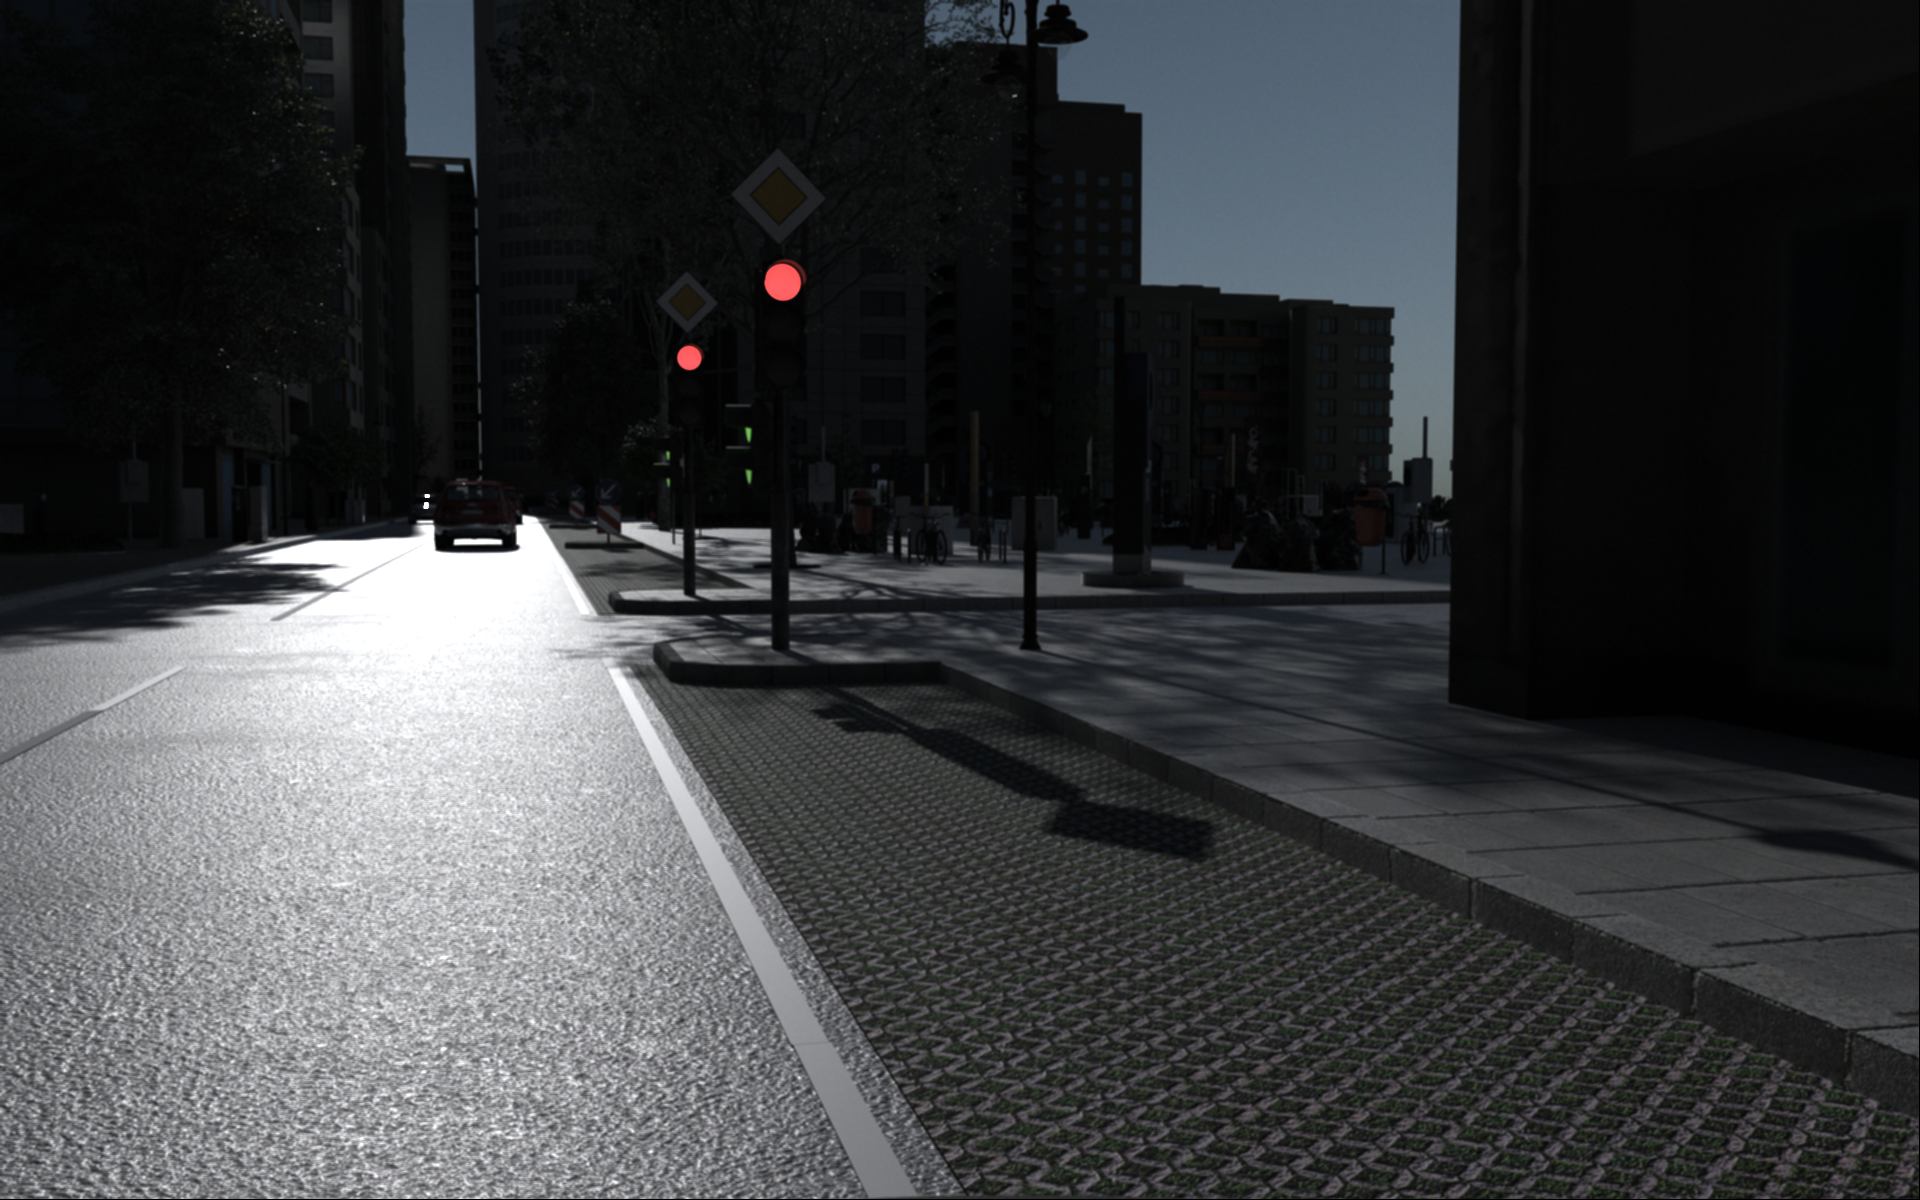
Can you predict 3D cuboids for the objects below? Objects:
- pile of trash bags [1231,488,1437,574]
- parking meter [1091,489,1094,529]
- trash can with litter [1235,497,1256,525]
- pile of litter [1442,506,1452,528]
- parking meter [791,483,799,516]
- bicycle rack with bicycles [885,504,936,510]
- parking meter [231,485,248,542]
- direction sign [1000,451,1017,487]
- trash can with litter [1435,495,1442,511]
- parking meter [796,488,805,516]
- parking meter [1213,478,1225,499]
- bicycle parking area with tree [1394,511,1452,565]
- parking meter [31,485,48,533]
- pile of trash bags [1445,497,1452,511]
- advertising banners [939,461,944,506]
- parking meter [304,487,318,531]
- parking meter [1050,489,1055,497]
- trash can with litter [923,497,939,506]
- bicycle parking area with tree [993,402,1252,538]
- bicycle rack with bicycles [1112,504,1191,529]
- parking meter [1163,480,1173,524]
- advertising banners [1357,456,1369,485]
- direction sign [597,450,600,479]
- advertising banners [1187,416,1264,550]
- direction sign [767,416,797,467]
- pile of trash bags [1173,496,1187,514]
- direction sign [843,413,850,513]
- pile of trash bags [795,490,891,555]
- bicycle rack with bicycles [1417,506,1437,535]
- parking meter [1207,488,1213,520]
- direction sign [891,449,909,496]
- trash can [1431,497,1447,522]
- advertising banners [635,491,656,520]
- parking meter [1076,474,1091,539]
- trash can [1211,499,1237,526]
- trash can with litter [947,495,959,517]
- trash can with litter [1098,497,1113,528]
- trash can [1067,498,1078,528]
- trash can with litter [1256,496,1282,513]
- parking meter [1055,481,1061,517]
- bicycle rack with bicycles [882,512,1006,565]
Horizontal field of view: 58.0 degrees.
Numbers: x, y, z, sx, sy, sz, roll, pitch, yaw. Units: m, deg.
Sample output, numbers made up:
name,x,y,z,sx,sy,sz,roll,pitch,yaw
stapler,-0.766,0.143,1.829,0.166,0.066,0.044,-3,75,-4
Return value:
name,x,y,z,sx,sy,sz,roll,pitch,yaw
pile of trash bags,6.049,-1.174,28.952,1.912,1.369,3.447,-1,4,-22
parking meter,4.684,-3.352,63.212,0.372,1.533,0.369,0,3,0
trash can with litter,10.484,-3.275,64.941,0.624,1.170,1.055,-1,4,-13
pile of litter,18.811,-3.155,65.553,1.176,0.858,1.719,-1,4,-23
parking meter,-8.457,-5.080,88.775,0.399,1.863,0.255,0,4,6
bicycle rack with bicycles,-2.012,-3.000,62.431,2.852,0.926,2.925,1,4,17
parking meter,-19.272,-2.319,46.321,0.372,1.533,0.369,0,3,0
direction sign,2.539,-6.015,90.335,0.876,3.537,0.379,0,4,8
trash can with litter,29.706,-5.885,107.279,1.678,1.210,2.233,-1,4,-18
parking meter,-6.424,-3.759,69.876,0.372,1.533,0.369,0,3,0
parking meter,9.433,-3.500,62.935,0.255,1.863,0.399,-1,4,-16
bicycle parking area with tree,12.577,-2.815,33.032,8.231,4.147,9.016,2,4,35
parking meter,-25.084,-2.374,47.222,0.372,1.533,0.369,0,3,0
pile of trash bags,25.375,-5.149,93.936,3.447,1.369,1.912,3,4,36
advertising banners,-0.928,-5.707,89.505,0.090,3.025,2.074,0,4,5
parking meter,-24.523,-3.479,65.287,0.372,1.533,0.369,0,3,0
parking meter,4.804,-4.944,89.241,0.372,1.533,0.369,0,3,0
trash can with litter,-1.143,-3.839,74.155,0.624,1.170,1.055,2,4,26
bicycle parking area with tree,5.199,-4.138,54.665,8.231,4.147,9.016,0,4,0
bicycle rack with bicycles,6.778,-3.025,62.845,2.852,0.926,2.925,-2,4,-30
parking meter,8.784,-4.124,73.131,0.399,1.863,0.255,2,4,32
advertising banners,19.252,-5.094,79.473,2.074,3.025,0.090,0,4,1
direction sign,-18.437,-5.900,88.454,0.379,3.537,0.876,0,4,-5
advertising banners,6.056,-2.651,39.533,2.074,3.025,0.090,3,5,43
direction sign,-5.150,-3.554,50.108,0.876,3.537,0.379,-1,4,-15
pile of trash bags,12.948,-5.466,99.113,1.912,1.369,3.447,2,4,24
direction sign,-3.189,-3.473,48.788,0.379,3.537,0.876,0,4,7
pile of trash bags,-2.430,-1.713,37.752,1.912,1.369,3.447,-1,4,-17
bicycle rack with bicycles,13.830,-2.506,54.359,2.852,0.926,2.925,3,4,37
parking meter,13.739,-5.353,95.934,0.372,1.533,0.369,0,3,0
direction sign,-3.013,-5.815,87.076,0.876,3.537,0.379,1,4,12
trash can,22.058,-4.174,79.897,0.748,1.137,0.748,0,3,0
advertising banners,-15.620,-5.596,87.684,0.090,3.025,2.074,3,5,42
parking meter,3.544,-2.692,49.729,0.399,1.863,0.255,0,4,-2
trash can,7.710,-2.382,50.604,0.748,1.137,0.748,0,3,0
trash can with litter,-0.839,-5.245,96.810,2.233,1.210,1.678,1,4,13
trash can with litter,5.488,-3.335,65.907,0.624,1.170,1.055,0,4,-4
trash can,4.408,-3.296,65.539,0.748,1.137,0.748,0,3,0
trash can with litter,12.095,-3.490,68.455,1.055,1.170,0.624,-1,4,-19
parking meter,4.400,-4.408,77.777,0.255,1.863,0.399,1,4,10
bicycle rack with bicycles,-0.203,-1.177,32.631,2.852,0.926,2.925,0,4,0
